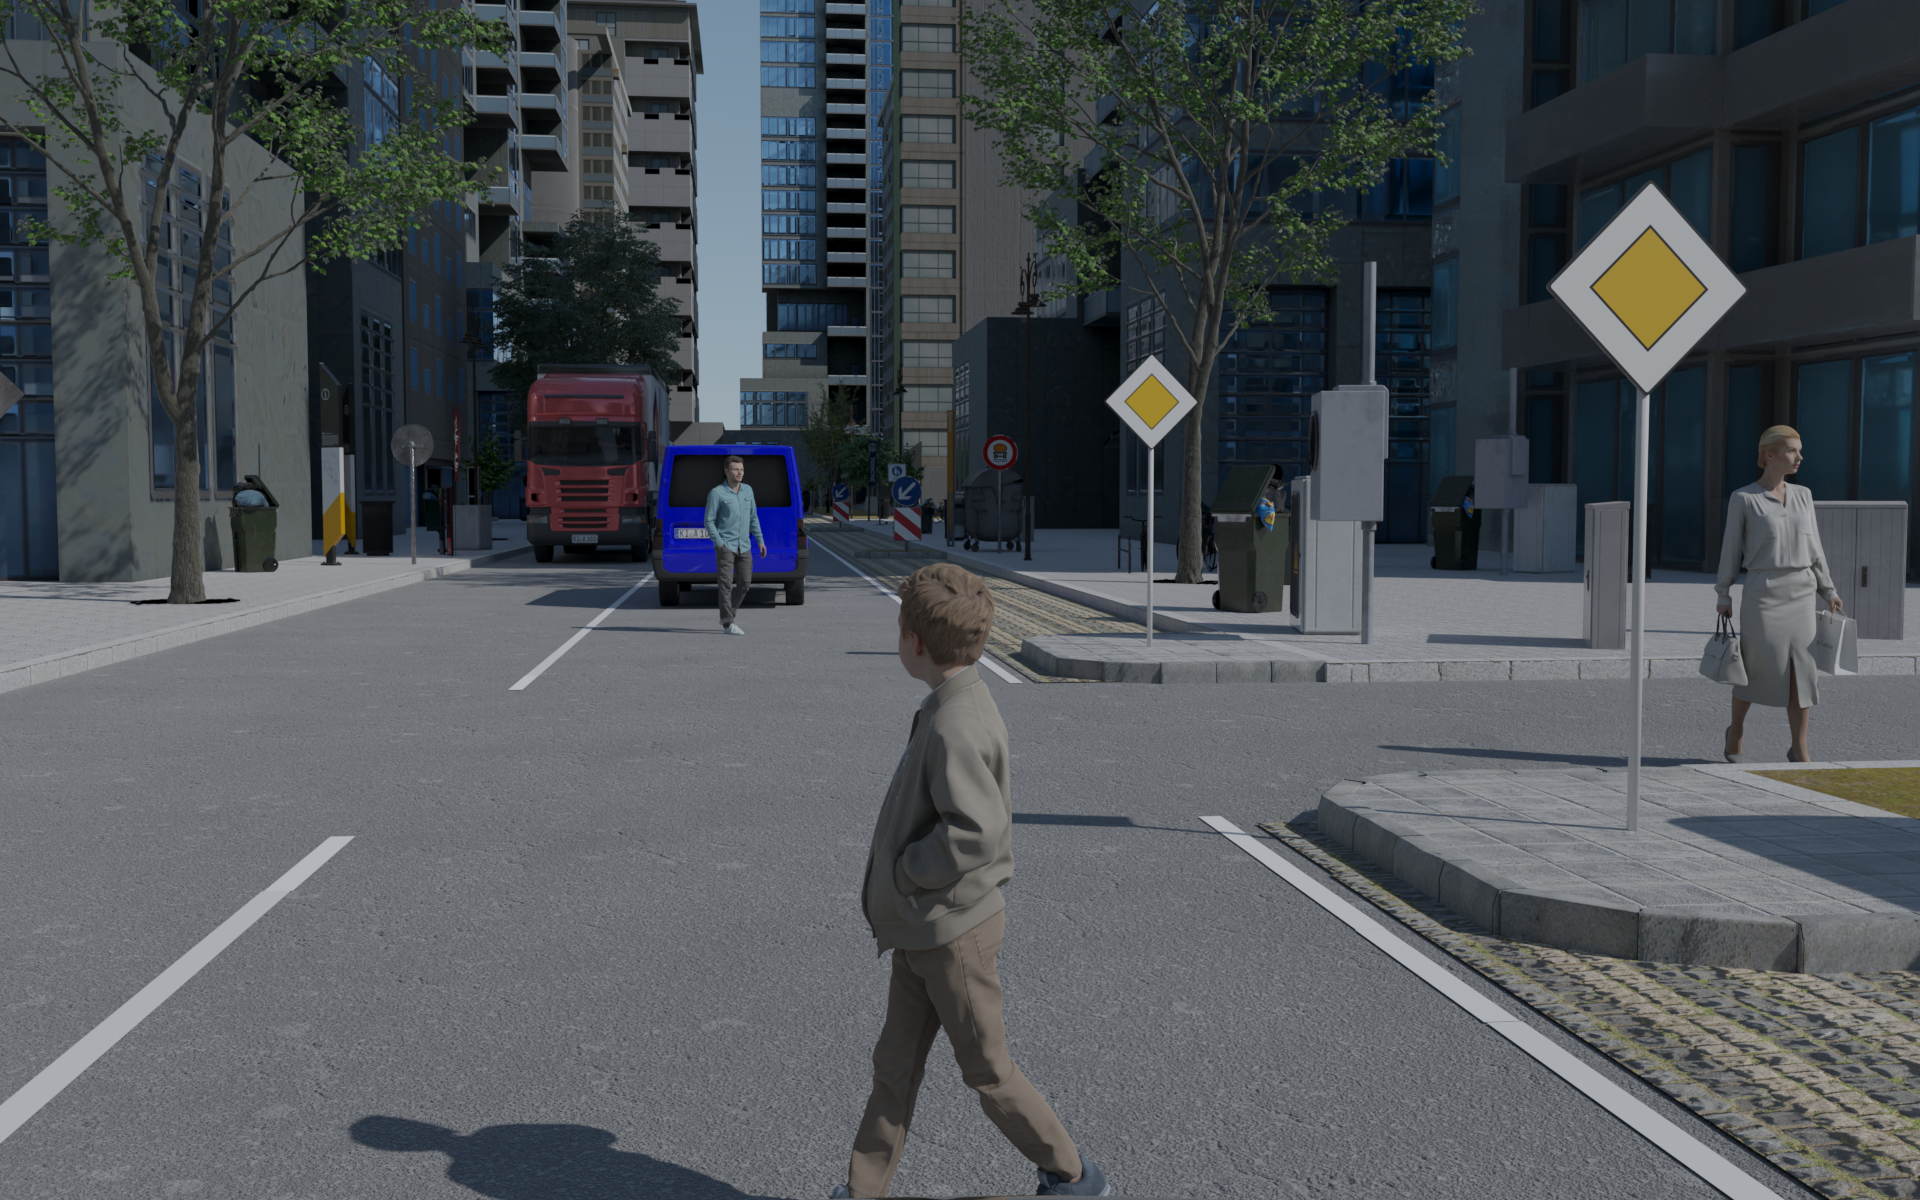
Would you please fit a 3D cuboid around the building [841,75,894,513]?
[{"bbox_3d":[6.010,-28.040,150.328,32.217,40.220,23.993,0,4,-7],"label":"building"}]

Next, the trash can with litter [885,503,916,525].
[{"bbox_3d":[-2.498,-3.794,73.081,2.233,1.210,1.678,-1,4,-19],"label":"trash can with litter"}]

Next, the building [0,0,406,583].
[{"bbox_3d":[-24.977,-44.270,36.490,22.319,86.520,31.000,0,4,-7],"label":"building"}]

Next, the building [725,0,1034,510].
[{"bbox_3d":[-9.516,-53.309,184.272,31.000,86.520,22.319,0,4,-7],"label":"building"}]

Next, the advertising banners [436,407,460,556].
[{"bbox_3d":[-10.612,-2.432,35.954,0.090,3.025,2.074,-2,4,-28],"label":"advertising banners"}]

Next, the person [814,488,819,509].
[{"bbox_3d":[-12.279,-8.684,148.036,0.705,1.824,1.348,1,4,9],"label":"person"}]

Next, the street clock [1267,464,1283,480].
[{"bbox_3d":[7.457,-2.253,41.404,0.471,2.002,0.358,-1,4,-14],"label":"street clock"}]

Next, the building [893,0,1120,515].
[{"bbox_3d":[2.811,-25.788,105.229,14.154,41.232,14.086,0,4,-7],"label":"building"}]

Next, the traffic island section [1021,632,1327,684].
[{"bbox_3d":[1.634,0.474,14.525,2.009,0.180,2.903,0,4,-7],"label":"traffic island section"}]

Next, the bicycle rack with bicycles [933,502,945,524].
[{"bbox_3d":[-0.329,-4.193,81.941,2.925,0.926,2.852,-1,4,-16],"label":"bicycle rack with bicycles"}]

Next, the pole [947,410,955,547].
[{"bbox_3d":[-0.224,-2.955,42.152,0.158,3.312,0.155,0,3,0],"label":"pole"}]

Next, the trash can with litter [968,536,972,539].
[{"bbox_3d":[0.569,-2.374,49.869,1.678,1.210,2.233,3,5,41],"label":"trash can with litter"}]

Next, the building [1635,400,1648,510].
[{"bbox_3d":[47.073,-34.565,154.381,27.495,52.752,28.713,0,4,-7],"label":"building"}]

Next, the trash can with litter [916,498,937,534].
[{"bbox_3d":[-1.311,-2.705,55.618,1.055,1.170,0.624,-2,4,-25],"label":"trash can with litter"}]

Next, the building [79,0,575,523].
[{"bbox_3d":[-33.395,-48.130,99.603,22.319,86.520,31.000,0,4,-7],"label":"building"}]

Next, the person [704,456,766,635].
[{"bbox_3d":[-2.354,-0.570,17.835,0.620,1.820,0.660,3,5,42],"label":"person"}]

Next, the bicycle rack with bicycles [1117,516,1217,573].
[{"bbox_3d":[3.751,-0.956,29.006,2.852,0.926,2.925,0,4,1],"label":"bicycle rack with bicycles"}]

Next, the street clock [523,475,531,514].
[{"bbox_3d":[-16.134,-3.693,64.950,0.471,2.002,0.358,-1,4,-9],"label":"street clock"}]

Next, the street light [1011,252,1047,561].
[{"bbox_3d":[1.311,-3.701,33.306,0.468,5.910,1.993,0,4,-7],"label":"street light"}]

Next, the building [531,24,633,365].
[{"bbox_3d":[-39.364,-27.557,142.431,23.993,40.220,32.217,0,4,-7],"label":"building"}]

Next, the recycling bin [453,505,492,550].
[{"bbox_3d":[-11.231,-1.666,39.795,0.722,1.027,0.722,1,4,10],"label":"recycling bin"}]

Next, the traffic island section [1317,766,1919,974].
[{"bbox_3d":[2.610,0.959,6.599,2.009,0.180,2.903,0,4,-7],"label":"traffic island section"}]

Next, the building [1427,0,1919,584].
[{"bbox_3d":[25.298,-25.267,32.725,30.456,49.044,23.786,0,4,-7],"label":"building"}]

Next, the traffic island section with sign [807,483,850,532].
[{"bbox_3d":[-4.677,-3.496,65.786,1.989,1.847,2.006,0,4,-7],"label":"traffic island section with sign"}]

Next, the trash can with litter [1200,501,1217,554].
[{"bbox_3d":[5.475,-1.604,37.607,1.055,1.170,0.624,3,4,38],"label":"trash can with litter"}]

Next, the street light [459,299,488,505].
[{"bbox_3d":[-11.531,-4.183,41.187,0.468,5.910,1.993,0,4,-7],"label":"street light"}]

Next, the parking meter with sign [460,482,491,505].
[{"bbox_3d":[-24.102,-5.470,85.698,1.738,3.016,0.543,0,4,-1],"label":"parking meter with sign"}]

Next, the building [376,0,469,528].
[{"bbox_3d":[-27.884,-25.569,68.164,14.600,45.320,14.200,0,4,-7],"label":"building"}]

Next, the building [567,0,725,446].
[{"bbox_3d":[-39.315,-36.491,185.863,27.495,52.752,28.713,0,4,-7],"label":"building"}]

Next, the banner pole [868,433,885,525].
[{"bbox_3d":[-3.473,-4.966,71.216,0.863,3.779,0.401,-3,5,-44],"label":"banner pole"}]

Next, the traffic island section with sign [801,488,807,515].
[{"bbox_3d":[-10.860,-6.569,116.035,1.989,1.847,2.006,0,4,-7],"label":"traffic island section with sign"}]

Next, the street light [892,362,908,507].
[{"bbox_3d":[-2.101,-5.385,60.836,0.468,5.910,1.993,0,4,-7],"label":"street light"}]

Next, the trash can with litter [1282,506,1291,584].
[{"bbox_3d":[4.856,-0.802,24.503,1.055,1.170,0.624,1,4,13],"label":"trash can with litter"}]

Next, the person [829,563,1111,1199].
[{"bbox_3d":[-0.019,0.583,3.248,0.640,1.303,0.475,-1,4,-17],"label":"person"}]

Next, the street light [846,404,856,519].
[{"bbox_3d":[-5.558,-7.082,88.582,0.468,5.910,1.993,0,4,-7],"label":"street light"}]

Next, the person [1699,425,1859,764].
[{"bbox_3d":[4.226,-0.006,8.949,0.694,1.780,0.624,1,4,10],"label":"person"}]

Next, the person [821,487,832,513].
[{"bbox_3d":[-8.964,-6.705,116.393,0.721,1.735,1.217,-3,4,-36],"label":"person"}]

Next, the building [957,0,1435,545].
[{"bbox_3d":[12.673,-45.529,57.076,22.319,86.520,31.000,0,4,-7],"label":"building"}]

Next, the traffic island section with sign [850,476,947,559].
[{"bbox_3d":[-1.366,-1.854,38.941,1.989,1.847,2.006,0,4,-7],"label":"traffic island section with sign"}]
